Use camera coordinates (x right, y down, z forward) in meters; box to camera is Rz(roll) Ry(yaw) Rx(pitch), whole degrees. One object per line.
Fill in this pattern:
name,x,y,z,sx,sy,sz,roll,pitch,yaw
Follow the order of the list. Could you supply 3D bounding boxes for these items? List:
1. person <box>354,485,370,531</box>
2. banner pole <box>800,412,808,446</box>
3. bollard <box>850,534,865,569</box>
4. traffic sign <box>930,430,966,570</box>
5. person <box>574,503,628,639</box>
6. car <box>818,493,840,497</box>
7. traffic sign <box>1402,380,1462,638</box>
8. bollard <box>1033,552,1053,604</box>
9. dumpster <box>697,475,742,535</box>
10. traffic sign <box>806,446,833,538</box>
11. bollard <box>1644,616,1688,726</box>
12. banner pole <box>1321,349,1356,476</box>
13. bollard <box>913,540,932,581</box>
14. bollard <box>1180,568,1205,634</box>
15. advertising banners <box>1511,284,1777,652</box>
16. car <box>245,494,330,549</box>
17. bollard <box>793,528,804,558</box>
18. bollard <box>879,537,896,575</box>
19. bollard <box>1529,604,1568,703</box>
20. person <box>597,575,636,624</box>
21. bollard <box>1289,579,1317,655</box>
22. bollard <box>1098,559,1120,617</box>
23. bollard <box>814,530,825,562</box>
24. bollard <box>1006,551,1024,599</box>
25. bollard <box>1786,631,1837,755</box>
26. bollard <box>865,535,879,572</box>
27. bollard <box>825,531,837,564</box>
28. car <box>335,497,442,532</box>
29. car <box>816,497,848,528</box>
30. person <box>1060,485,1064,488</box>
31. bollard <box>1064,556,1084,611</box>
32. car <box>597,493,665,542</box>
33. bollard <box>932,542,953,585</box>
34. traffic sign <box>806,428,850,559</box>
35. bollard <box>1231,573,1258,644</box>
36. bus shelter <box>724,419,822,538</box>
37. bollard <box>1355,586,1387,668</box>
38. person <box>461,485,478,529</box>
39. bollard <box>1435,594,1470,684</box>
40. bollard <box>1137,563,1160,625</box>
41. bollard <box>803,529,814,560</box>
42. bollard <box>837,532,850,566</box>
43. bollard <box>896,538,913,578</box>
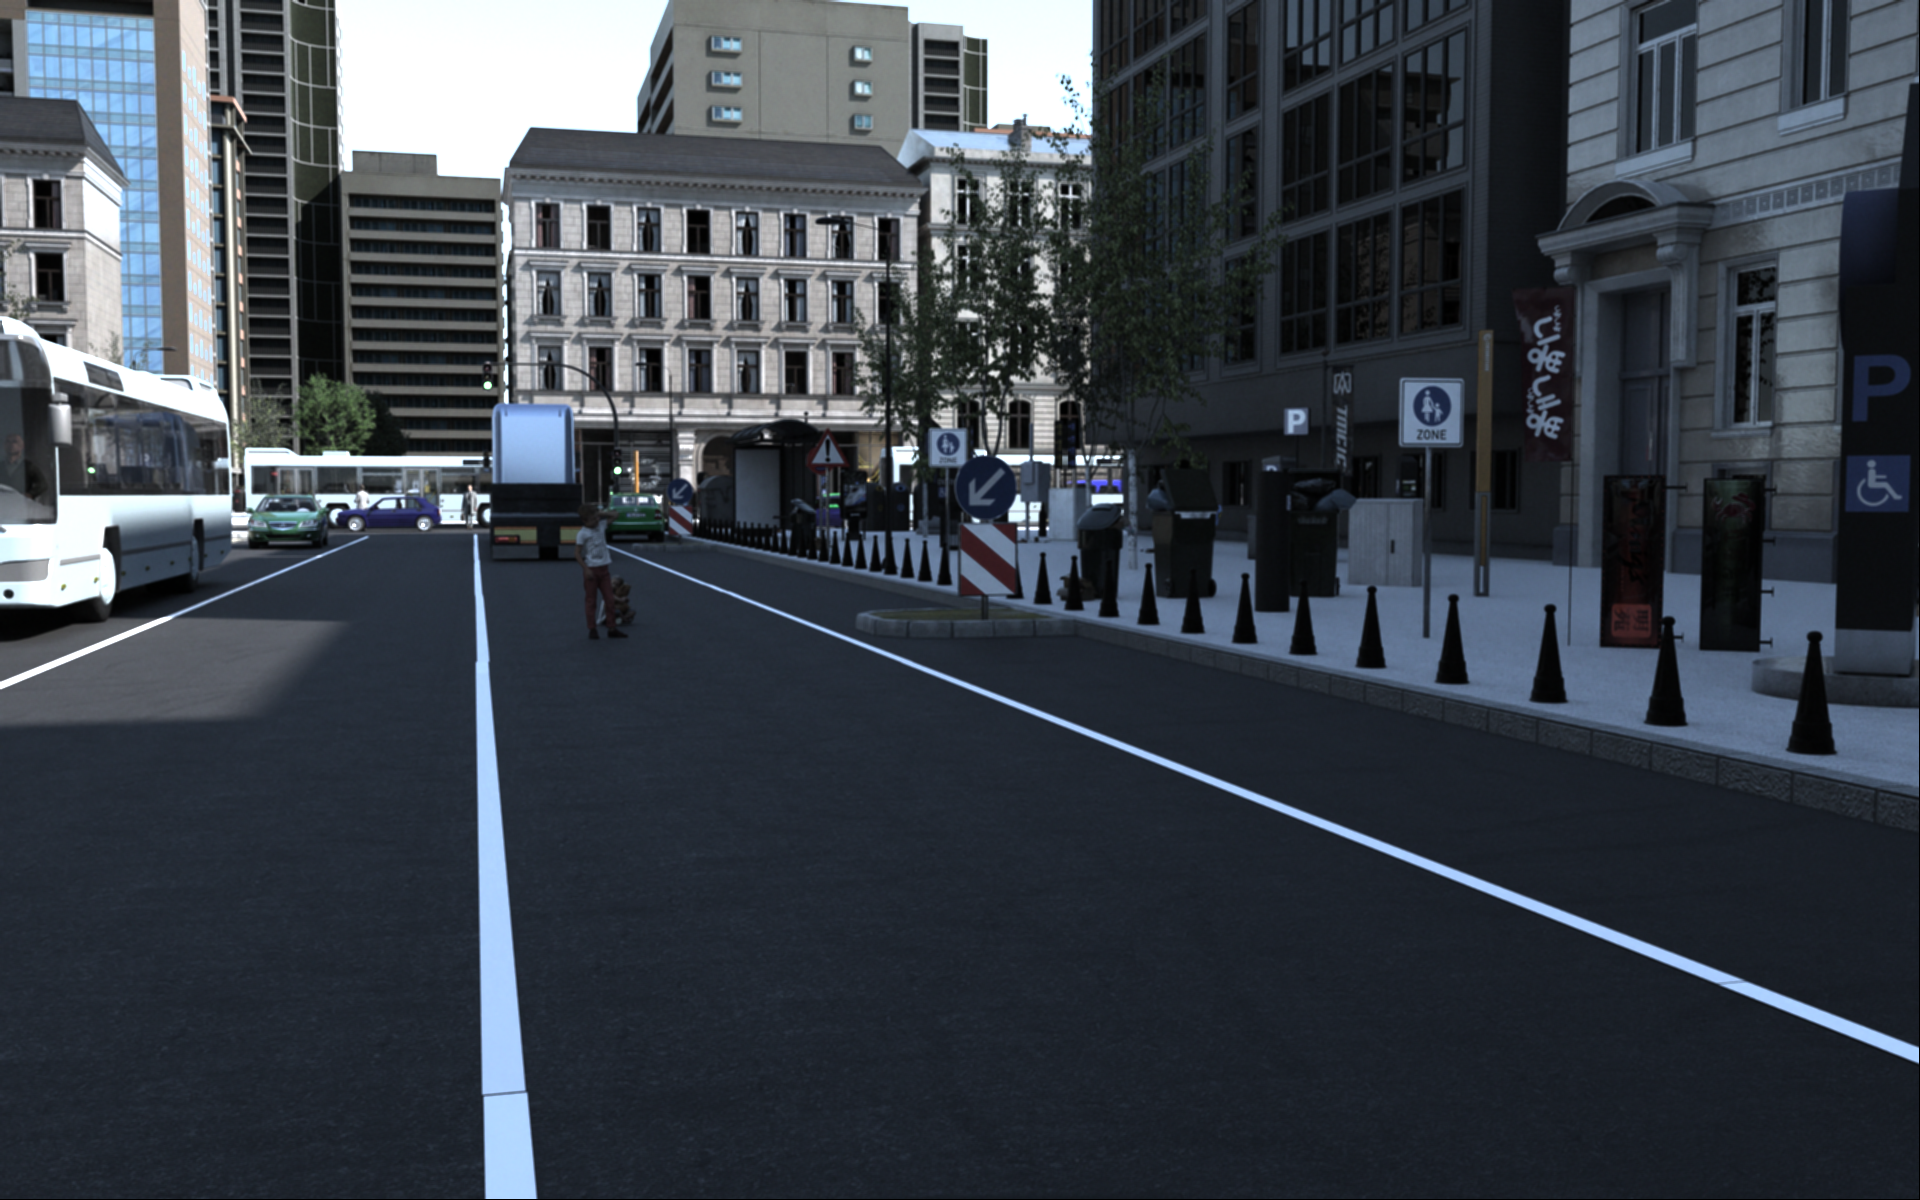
person,-23.448,-3.613,67.768,0.583,1.804,0.606,3,4,36
banner pole,-4.745,-3.841,52.812,0.401,3.779,0.863,-1,4,-21
bollard,-1.703,-0.837,29.726,0.229,0.601,0.229,0,3,0
traffic sign,-0.192,-1.522,27.019,0.606,2.300,0.079,-1,4,-13
person,-3.570,-0.294,17.220,0.340,1.345,0.435,3,4,37
car,-5.804,-4.184,77.206,4.718,1.807,1.959,-1,4,-18
traffic sign,4.162,-0.811,15.388,0.606,2.300,0.079,-1,4,-12
bollard,0.968,-0.256,20.230,0.229,0.601,0.229,0,3,0
dumpster,-7.421,-2.943,53.882,1.264,1.857,1.865,-1,4,-16
traffic sign,-3.681,-2.793,45.771,0.768,2.556,0.104,-1,4,-15
bollard,3.941,0.391,9.651,0.229,0.601,0.229,0,3,0
banner pole,6.432,-2.431,29.764,0.401,3.779,0.863,-3,5,-39
bollard,-0.515,-0.579,25.509,0.229,0.601,0.229,0,3,0
bollard,2.154,0.002,16.007,0.229,0.601,0.229,0,3,0
advertising banners,5.621,-1.110,14.342,2.074,3.025,0.090,1,4,22
car,-18.220,-2.156,47.051,2.131,1.459,4.920,-1,4,-17
bollard,-3.185,-1.160,35.000,0.229,0.601,0.229,0,3,0
bollard,-1.106,-0.707,27.606,0.229,0.601,0.229,0,3,0
bollard,3.644,0.326,10.708,0.229,0.601,0.229,0,3,0
person,-3.781,-0.002,19.011,0.357,0.543,0.381,1,4,17
bollard,2.753,0.132,13.880,0.229,0.601,0.229,0,3,0
bollard,1.559,-0.127,18.120,0.229,0.601,0.229,0,3,0
bollard,-2.592,-1.031,32.893,0.229,0.601,0.229,0,3,0
bollard,0.675,-0.320,21.279,0.229,0.601,0.229,0,3,0
bollard,4.238,0.455,8.603,0.229,0.601,0.229,0,3,0
bollard,-1.398,-0.772,28.664,0.229,0.601,0.229,0,3,0
bollard,-2.294,-0.966,31.842,0.229,0.601,0.229,0,3,0
car,-21.960,-3.308,66.662,3.894,1.354,1.945,-1,4,-15
car,-5.693,-3.324,66.935,3.894,1.354,1.945,-1,4,-16
person,3.895,-3.645,68.283,0.592,1.802,0.473,-1,4,-12
bollard,1.264,-0.191,19.169,0.229,0.601,0.229,0,3,0
car,-10.083,-2.705,53.017,1.959,1.807,4.718,-1,4,-15
bollard,-0.218,-0.514,24.449,0.229,0.601,0.229,0,3,0
traffic sign,-2.609,-2.089,34.164,0.884,2.594,0.081,-1,4,-14
bollard,2.458,0.068,14.931,0.229,0.601,0.229,0,3,0
bus shelter,-5.330,-3.396,49.446,2.014,3.302,5.546,-1,4,-16
bollard,3.048,0.196,12.832,0.229,0.601,0.229,0,3,0
person,-19.906,-3.767,70.198,0.694,1.812,0.767,0,4,-5
bollard,3.348,0.262,11.766,0.229,0.601,0.229,0,3,0
bollard,1.857,-0.063,17.064,0.229,0.601,0.229,0,3,0
bollard,-2.891,-1.095,33.950,0.229,0.601,0.229,0,3,0
bollard,-1.999,-0.901,30.775,0.229,0.601,0.229,0,3,0
bollard,-0.808,-0.643,26.558,0.229,0.601,0.229,0,3,0
